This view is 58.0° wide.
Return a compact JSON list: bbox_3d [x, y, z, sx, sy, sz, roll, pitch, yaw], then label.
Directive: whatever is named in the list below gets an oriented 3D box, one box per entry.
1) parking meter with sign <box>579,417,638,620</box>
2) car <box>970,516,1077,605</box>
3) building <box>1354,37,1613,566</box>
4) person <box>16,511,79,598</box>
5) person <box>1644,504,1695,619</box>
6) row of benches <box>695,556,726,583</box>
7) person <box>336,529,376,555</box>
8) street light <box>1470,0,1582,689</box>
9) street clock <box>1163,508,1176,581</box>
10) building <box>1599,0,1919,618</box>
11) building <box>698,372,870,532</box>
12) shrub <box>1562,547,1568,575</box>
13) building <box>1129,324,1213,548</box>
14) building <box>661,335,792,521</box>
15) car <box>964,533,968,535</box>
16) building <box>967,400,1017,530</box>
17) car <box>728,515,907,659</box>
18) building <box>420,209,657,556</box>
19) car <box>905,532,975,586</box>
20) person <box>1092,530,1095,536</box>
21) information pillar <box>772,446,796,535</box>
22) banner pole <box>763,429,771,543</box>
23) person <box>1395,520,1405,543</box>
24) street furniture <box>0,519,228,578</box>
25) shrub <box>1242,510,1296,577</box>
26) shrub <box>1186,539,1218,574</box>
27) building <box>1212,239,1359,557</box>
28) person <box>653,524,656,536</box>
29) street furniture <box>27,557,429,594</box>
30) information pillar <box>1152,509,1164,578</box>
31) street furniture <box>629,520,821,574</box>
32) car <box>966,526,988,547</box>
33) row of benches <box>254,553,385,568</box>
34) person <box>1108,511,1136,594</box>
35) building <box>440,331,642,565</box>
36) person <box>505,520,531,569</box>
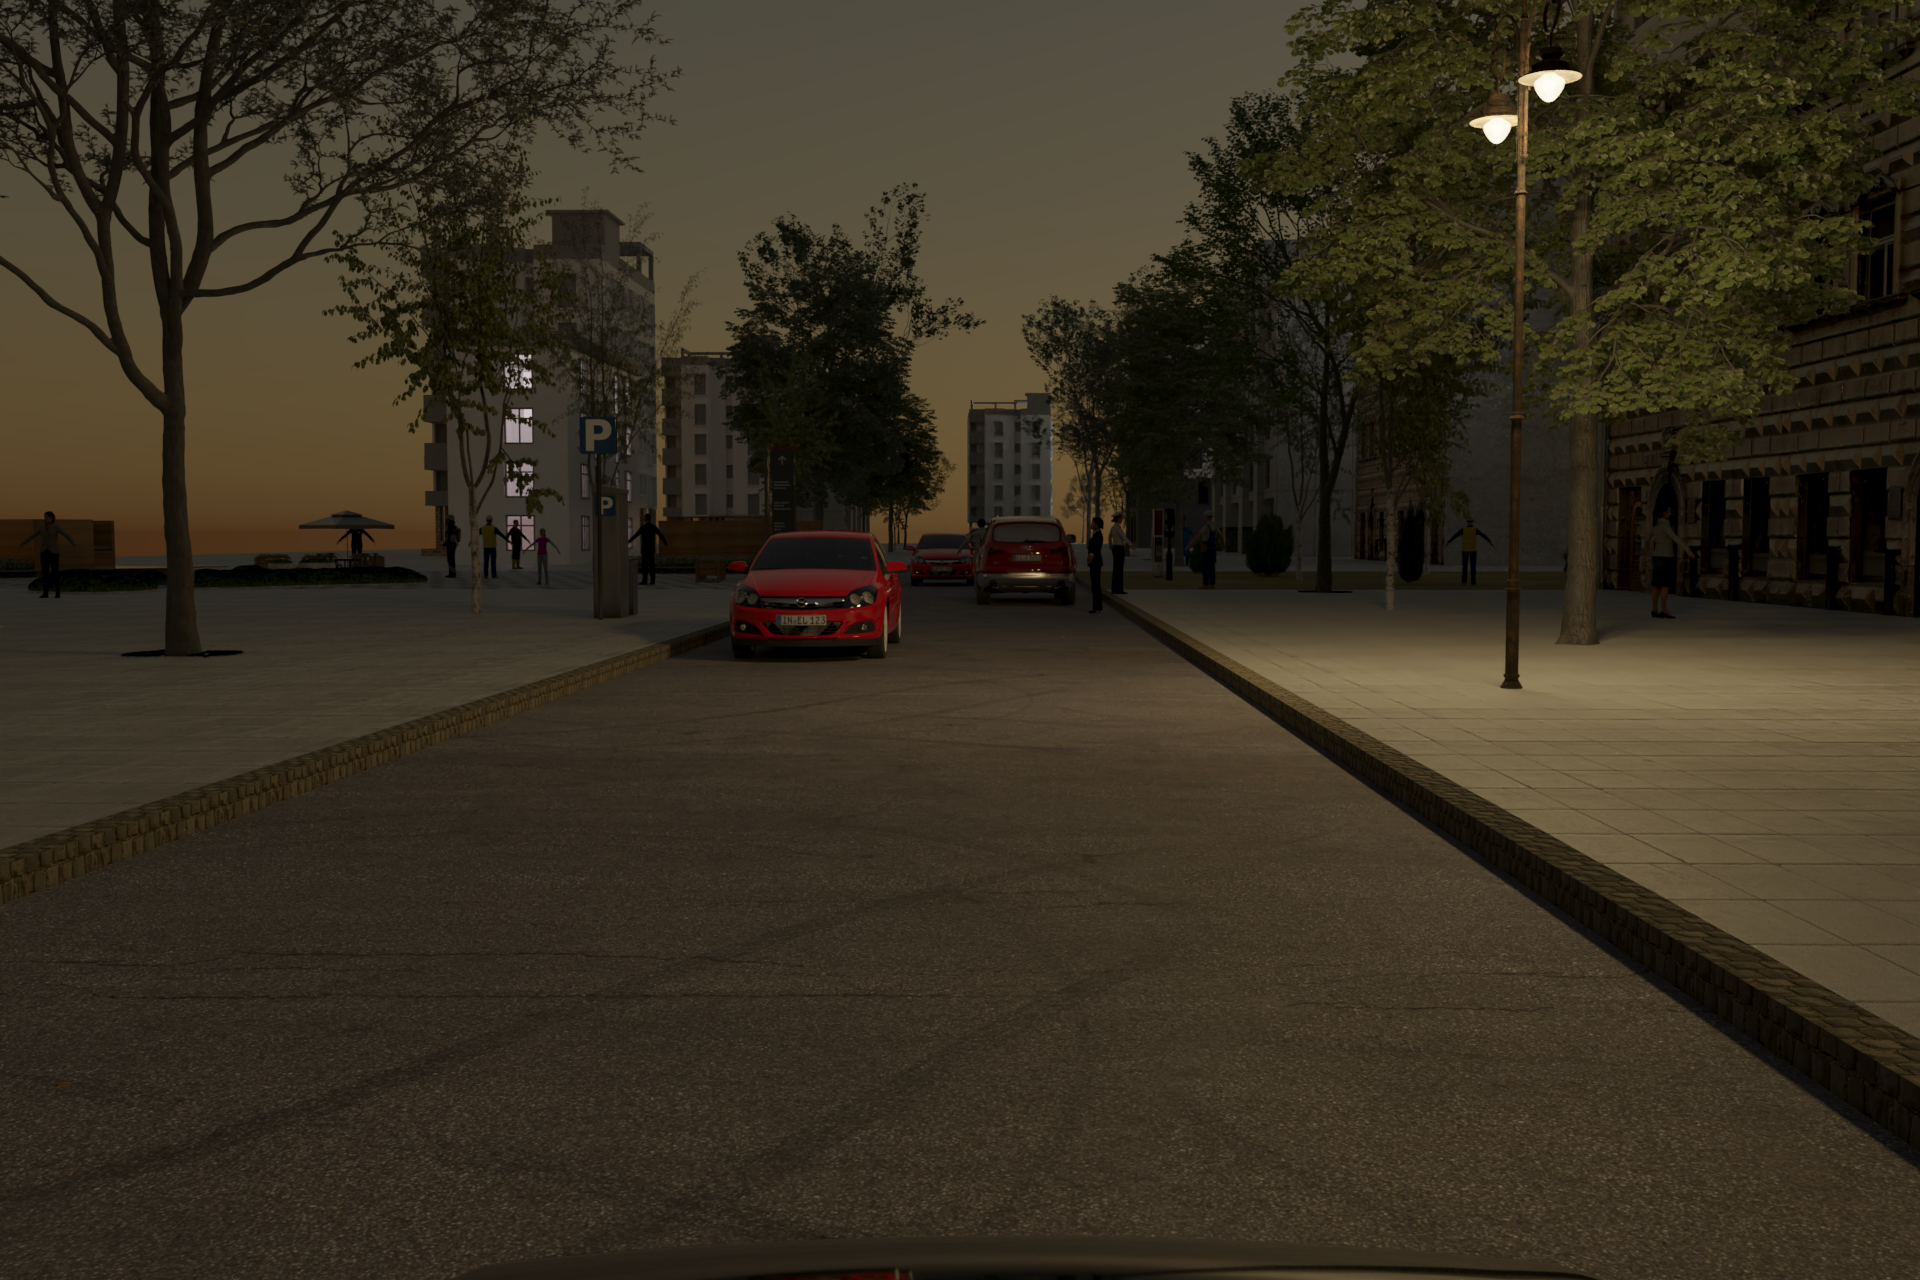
[{"bbox_3d":[-5.351,-1.859,26.649,0.543,3.016,1.738,0,4,2],"label":"parking meter with sign"},{"bbox_3d":[1.355,-1.712,36.659,2.281,1.827,5.304,0,4,1],"label":"car"},{"bbox_3d":[29.011,-15.114,78.047,19.493,23.208,18.063,0,4,2],"label":"building"},{"bbox_3d":[-18.268,-1.709,34.699,1.215,1.744,0.721,0,4,-3],"label":"person"},{"bbox_3d":[10.777,-1.197,26.400,0.721,1.735,1.217,-1,4,-11],"label":"person"},{"bbox_3d":[-6.858,-1.971,47.696,1.422,0.672,4.104,0,4,-5],"label":"row of benches"},{"bbox_3d":[-21.314,-3.379,61.179,1.347,1.837,0.705,0,4,-5],"label":"person"},{"bbox_3d":[4.589,-2.535,14.236,0.468,5.910,1.993,0,4,2],"label":"street light"},{"bbox_3d":[5.785,-2.646,47.831,0.358,2.002,0.471,0,4,2],"label":"street clock"},{"bbox_3d":[23.923,-12.193,30.293,19.493,23.208,18.063,0,4,1],"label":"building"},{"bbox_3d":[-20.049,-20.682,204.613,16.747,18.905,31.486,0,4,1],"label":"building"},{"bbox_3d":[17.889,-2.381,50.051,1.383,1.207,1.383,0,3,0],"label":"shrub"},{"bbox_3d":[30.695,-20.183,173.967,27.936,21.610,32.646,0,4,2],"label":"building"},{"bbox_3d":[-22.301,-18.908,165.560,16.016,20.090,11.380,0,4,2],"label":"building"},{"bbox_3d":[0.676,-6.831,121.286,1.945,1.707,3.694,0,4,1],"label":"car"},{"bbox_3d":[1.348,-23.056,235.842,11.380,20.090,16.016,0,4,-1],"label":"building"},{"bbox_3d":[-1.698,-0.749,21.283,2.155,1.783,4.494,0,4,1],"label":"car"},{"bbox_3d":[-25.397,-15.049,102.469,16.016,20.090,11.380,0,4,1],"label":"building"},{"bbox_3d":[-0.450,-2.459,49.244,2.155,1.783,4.494,0,4,1],"label":"car"},{"bbox_3d":[6.166,-4.480,79.440,0.705,1.806,1.347,0,4,-3],"label":"person"},{"bbox_3d":[-5.219,-3.796,51.438,0.750,3.857,0.750,0,4,2],"label":"information pillar"},{"bbox_3d":[-4.636,-3.164,41.756,0.401,3.779,0.863,0,4,3],"label":"banner pole"},{"bbox_3d":[16.440,-3.523,63.742,1.345,1.843,0.704,-3,4,-39],"label":"person"},{"bbox_3d":[-30.134,-2.901,54.288,9.812,1.723,11.010,2,4,30],"label":"street furniture"},{"bbox_3d":[9.300,-2.915,52.082,1.690,2.028,1.600,0,3,0],"label":"shrub"},{"bbox_3d":[7.767,-2.716,55.527,1.383,1.207,1.383,0,3,0],"label":"shrub"},{"bbox_3d":[26.599,-15.046,112.454,16.747,18.905,31.486,0,4,2],"label":"building"},{"bbox_3d":[-13.779,-4.297,77.065,0.721,1.733,1.217,-2,4,-25],"label":"person"},{"bbox_3d":[-18.047,-1.636,42.372,5.734,0.657,10.072,3,4,37],"label":"street furniture"},{"bbox_3d":[5.821,-2.838,50.901,0.304,2.012,0.304,0,4,1],"label":"information pillar"},{"bbox_3d":[-8.729,-3.165,58.609,9.812,1.723,11.010,1,4,11],"label":"street furniture"},{"bbox_3d":[1.206,-4.226,77.775,2.281,1.827,5.304,0,4,2],"label":"car"},{"bbox_3d":[-20.831,-2.487,56.132,4.104,0.672,1.422,-2,4,-26],"label":"row of benches"},{"bbox_3d":[3.455,-1.873,37.084,0.721,1.778,1.216,-1,4,-19],"label":"person"},{"bbox_3d":[-20.258,-8.783,85.748,9.099,9.664,28.070,0,4,2],"label":"building"},{"bbox_3d":[-16.200,-3.497,63.310,0.704,1.812,1.346,2,4,25],"label":"person"}]
